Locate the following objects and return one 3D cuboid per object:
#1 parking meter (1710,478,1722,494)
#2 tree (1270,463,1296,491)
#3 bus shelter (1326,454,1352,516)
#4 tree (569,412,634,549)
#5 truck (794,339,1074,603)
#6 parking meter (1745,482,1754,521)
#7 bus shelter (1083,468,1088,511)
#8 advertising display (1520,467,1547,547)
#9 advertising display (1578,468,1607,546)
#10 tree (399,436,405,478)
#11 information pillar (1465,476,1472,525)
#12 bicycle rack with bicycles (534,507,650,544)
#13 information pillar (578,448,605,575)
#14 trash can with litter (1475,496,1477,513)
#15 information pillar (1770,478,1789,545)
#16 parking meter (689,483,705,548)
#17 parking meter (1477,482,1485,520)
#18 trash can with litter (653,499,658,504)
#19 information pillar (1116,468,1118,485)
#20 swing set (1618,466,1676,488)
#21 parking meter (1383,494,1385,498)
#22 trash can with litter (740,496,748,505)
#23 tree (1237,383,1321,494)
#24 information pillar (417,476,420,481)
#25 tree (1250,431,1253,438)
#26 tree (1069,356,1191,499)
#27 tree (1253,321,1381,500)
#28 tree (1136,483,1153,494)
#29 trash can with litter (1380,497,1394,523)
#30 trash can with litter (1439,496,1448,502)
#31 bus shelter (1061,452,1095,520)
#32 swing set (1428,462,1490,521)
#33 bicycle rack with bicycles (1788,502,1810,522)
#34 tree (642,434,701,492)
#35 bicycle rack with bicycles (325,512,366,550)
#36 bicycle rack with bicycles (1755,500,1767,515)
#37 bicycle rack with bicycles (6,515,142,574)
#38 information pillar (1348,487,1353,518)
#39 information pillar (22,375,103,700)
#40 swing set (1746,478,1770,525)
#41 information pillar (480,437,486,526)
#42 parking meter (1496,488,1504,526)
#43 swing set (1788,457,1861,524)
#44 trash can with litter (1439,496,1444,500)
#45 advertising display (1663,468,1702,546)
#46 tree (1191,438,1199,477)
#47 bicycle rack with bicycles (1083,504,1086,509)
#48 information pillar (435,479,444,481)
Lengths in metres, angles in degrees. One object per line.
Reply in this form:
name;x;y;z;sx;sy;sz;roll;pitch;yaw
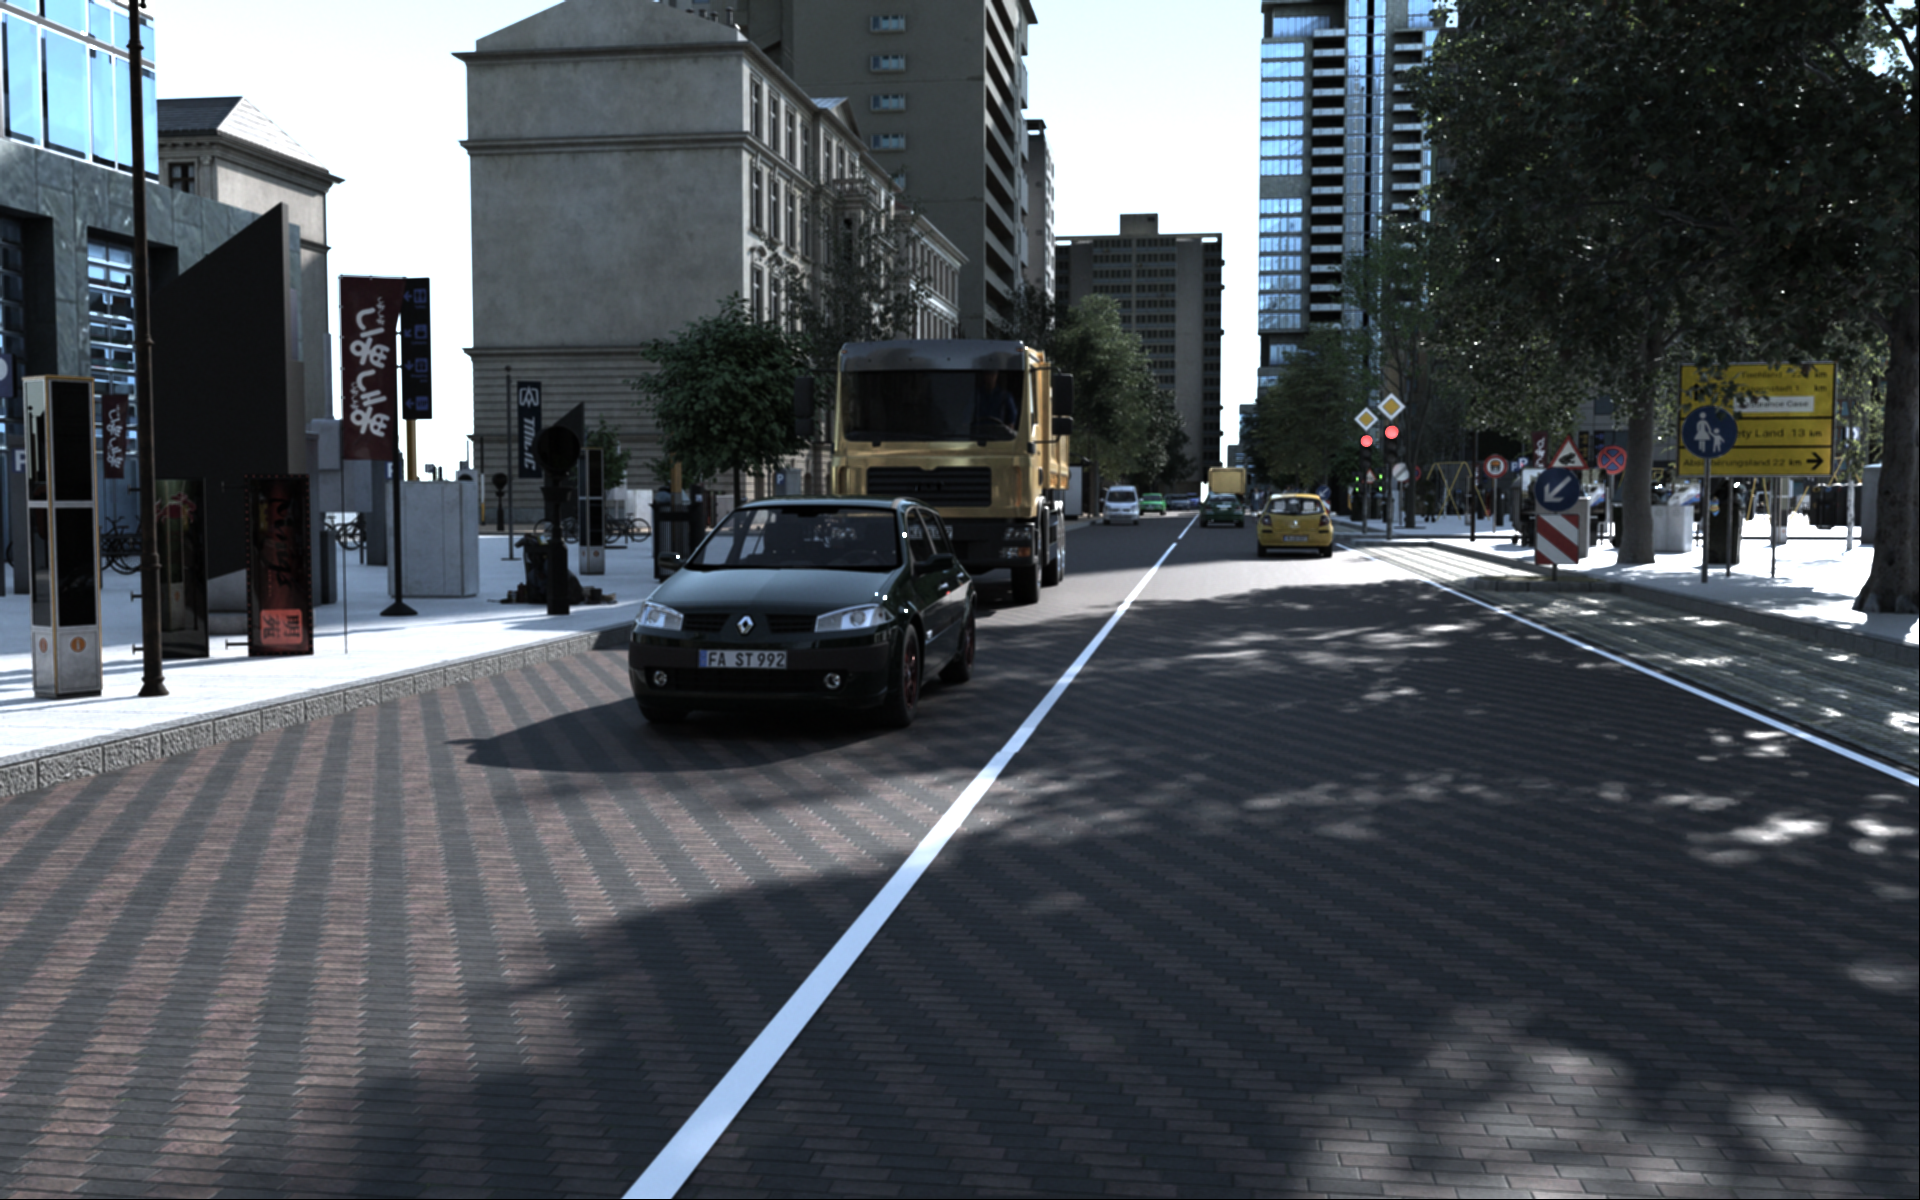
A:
parking meter;19.492;-2.384;44.682;0.255;1.863;0.399;3;5;44
tree;31.165;-10.823;160.667;4.285;4.588;4.351;0;3;0
bus shelter;22.889;-6.855;103.358;1.731;3.624;6.357;1;4;8
tree;-8.517;-2.824;40.778;1.663;3.219;1.824;0;3;0
truck;0.064;-1.778;24.987;3.469;3.379;9.791;0;4;6
parking meter;38.008;-4.750;83.372;0.255;1.863;0.399;0;4;1
bus shelter;9.132;-8.276;126.597;1.731;3.624;6.357;1;4;8
advertising display;13.849;-2.228;41.647;0.123;1.923;0.974;-2;4;-24
advertising display;15.589;-2.296;42.755;0.974;1.923;0.123;-2;4;-33
tree;-15.970;-3.293;48.440;1.663;3.219;1.824;0;3;0
information pillar;20.900;-4.069;71.024;0.304;2.012;0.304;0;4;1
bicycle rack with bicycles;-9.723;-1.965;45.504;2.925;0.926;2.852;0;4;-4
information pillar;-5.859;-1.409;27.522;0.304;2.012;0.304;-3;5;-40
trash can with litter;35.473;-6.533;117.871;2.233;1.210;1.678;0;4;1
information pillar;20.851;-2.420;44.060;0.304;2.012;0.304;-2;4;-25
parking meter;-6.306;-2.030;41.605;0.372;1.533;0.369;0;3;0
parking meter;26.246;-4.987;87.250;0.255;1.863;0.399;3;4;37
trash can with litter;-12.219;-3.614;70.482;1.055;1.170;0.624;0;4;-6
information pillar;10.962;-7.923;120.892;0.183;3.616;0.504;0;4;4
swing set;41.548;-6.589;105.349;3.119;2.851;2.862;-1;4;-19
parking meter;23.654;-5.516;95.900;0.399;1.863;0.255;-1;4;-22
trash can with litter;-7.361;-3.049;60.911;1.678;1.210;2.233;2;4;24
tree;36.380;-17.642;195.103;9.857;13.997;8.962;0;3;0
information pillar;-22.564;-4.122;71.882;0.304;2.012;0.304;-1;4;-10
tree;28.929;-14.202;150.325;7.486;12.596;7.792;0;3;0
tree;13.136;-13.518;138.031;9.611;12.733;9.660;0;3;0
tree;23.894;-11.983;114.047;7.486;12.596;7.792;0;3;0
tree;20.695;-14.532;187.964;4.360;8.622;3.978;0;3;0
trash can with litter;19.041;-4.029;77.254;0.624;1.170;1.055;1;4;14
trash can with litter;30.751;-6.100;111.120;1.055;1.170;0.624;1;4;21
bus shelter;5.553;-5.669;86.613;2.014;3.302;5.546;1;4;8
swing set;24.067;-5.368;85.395;2.862;2.851;3.119;-1;4;-13
bicycle rack with bicycles;39.967;-4.140;81.064;2.852;0.926;2.925;1;4;22
tree;-7.827;-3.302;48.583;1.663;3.219;1.824;0;3;0
bicycle rack with bicycles;-13.629;-1.641;40.206;2.925;0.926;2.852;-1;4;-10
bicycle rack with bicycles;47.976;-5.626;105.361;2.925;0.926;2.852;-2;4;-33
bicycle rack with bicycles;-13.985;-0.907;28.212;2.925;0.926;2.852;-1;4;-10
information pillar;21.360;-6.295;94.273;0.504;3.616;0.183;-1;4;-18
information pillar;-5.653;-0.393;10.916;0.304;2.012;0.304;3;4;36
swing set;32.607;-4.645;73.565;3.119;2.851;2.862;0;4;6
information pillar;-19.502;-4.858;70.775;0.183;3.616;0.504;-1;4;-10
parking meter;21.603;-3.731;69.420;0.372;1.533;0.369;0;3;0
swing set;37.493;-4.684;74.198;2.862;2.851;3.119;1;4;10
trash can with litter;32.682;-6.558;118.279;1.678;1.210;2.233;-3;4;-38
advertising display;17.863;-2.302;42.853;0.974;1.923;0.123;0;4;-6
tree;18.288;-15.817;175.609;9.611;12.733;9.660;0;3;0
bicycle rack with bicycles;6.880;-6.009;111.632;2.852;0.926;2.925;-2;4;-34
information pillar;-24.952;-4.807;83.083;0.304;2.012;0.304;-3;5;-41
